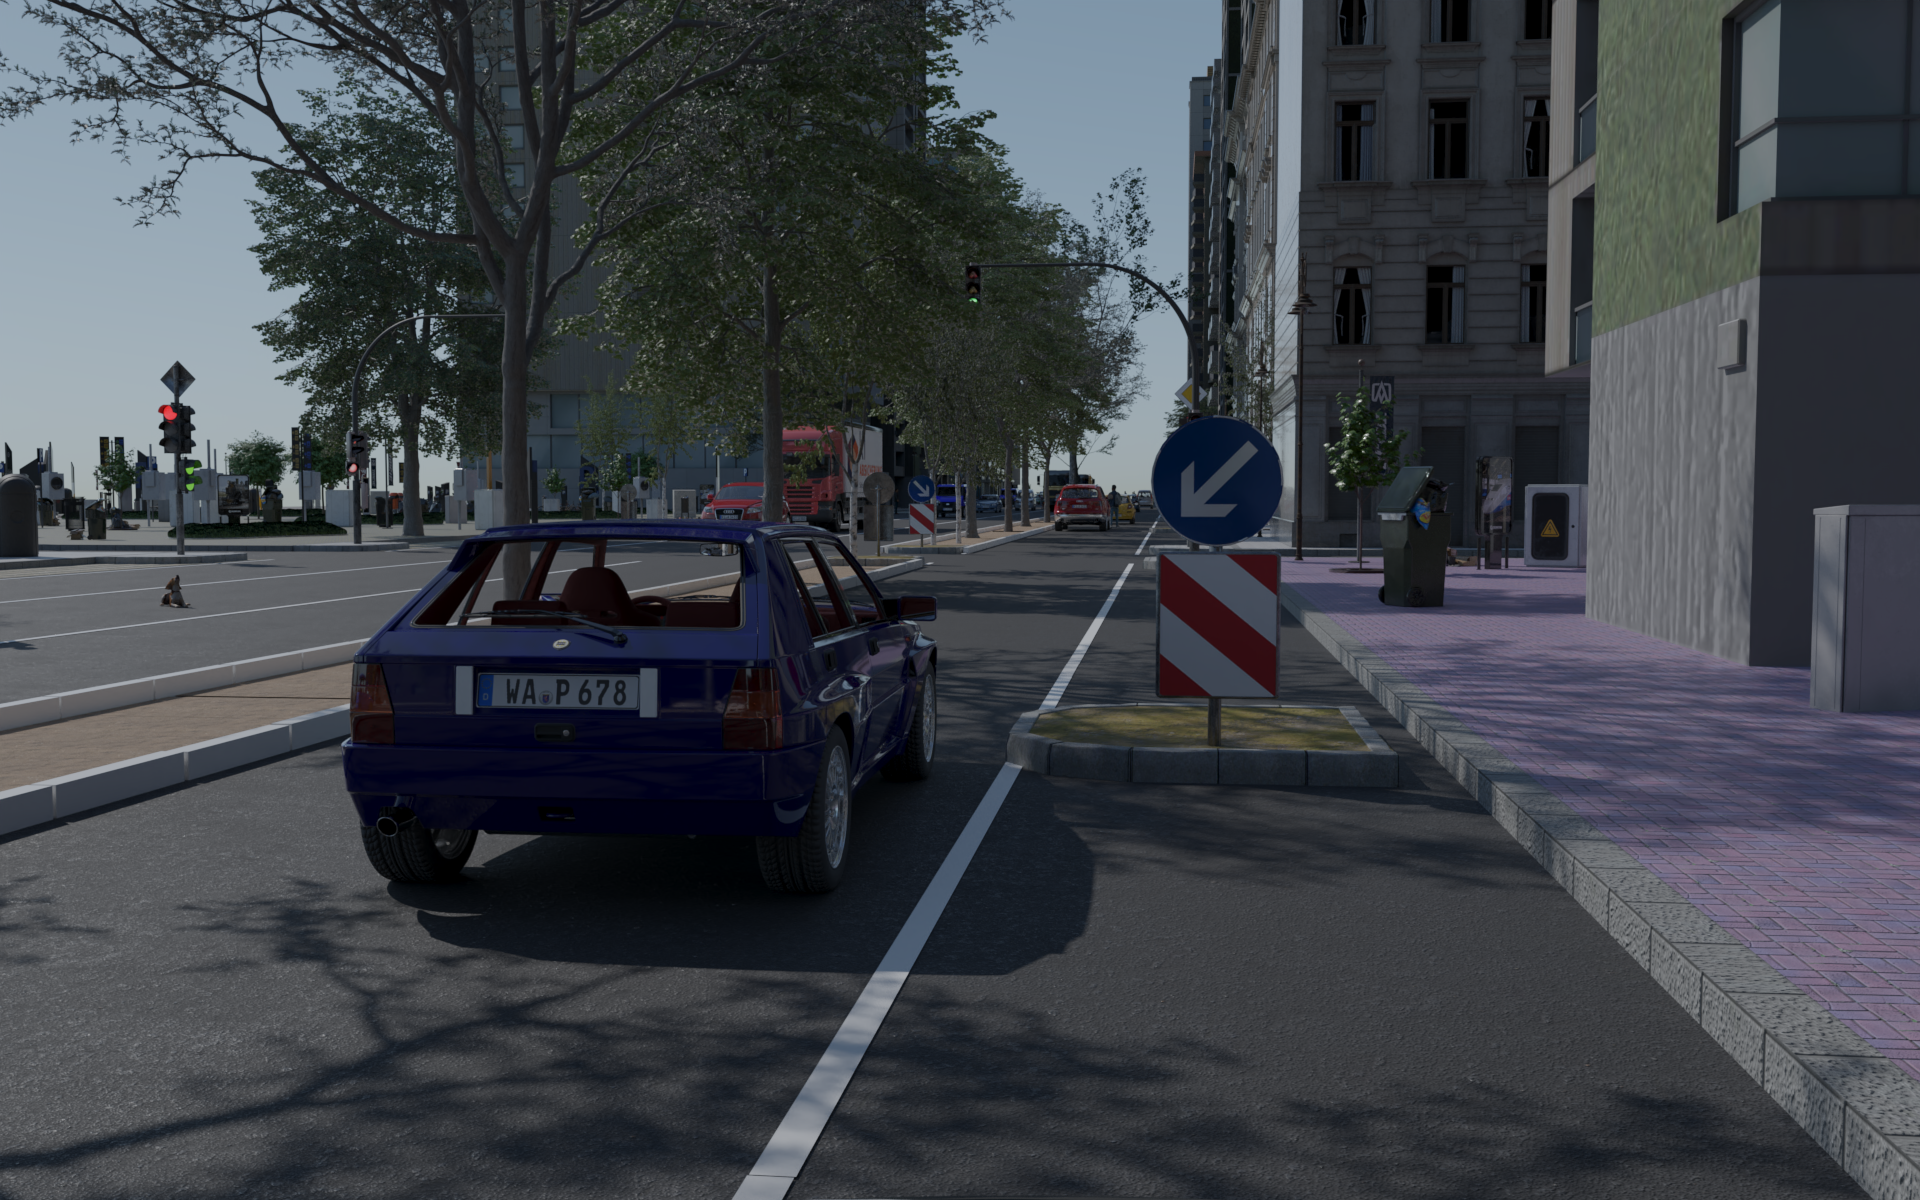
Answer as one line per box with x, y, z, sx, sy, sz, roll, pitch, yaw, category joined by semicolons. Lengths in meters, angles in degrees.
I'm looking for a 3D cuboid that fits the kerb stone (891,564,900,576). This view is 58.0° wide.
-1.234;-0.512;30.559;0.120;0.150;1.000;0;4;7;kerb stone

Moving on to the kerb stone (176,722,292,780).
-3.857;0.802;9.165;0.120;0.150;1.000;0;4;7;kerb stone

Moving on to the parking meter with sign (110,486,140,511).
-48.380;-6.368;100.382;0.543;3.016;1.738;3;5;41;parking meter with sign

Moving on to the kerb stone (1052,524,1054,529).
3.580;-2.908;69.734;0.120;0.150;1.000;0;4;7;kerb stone

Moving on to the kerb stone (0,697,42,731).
-5.815;0.718;10.465;0.120;0.150;1.000;0;4;7;kerb stone

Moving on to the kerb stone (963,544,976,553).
0.204;-1.221;42.255;0.120;0.150;1.000;0;4;7;kerb stone

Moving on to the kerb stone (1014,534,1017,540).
1.575;-1.908;53.443;0.120;0.150;1.000;0;4;7;kerb stone

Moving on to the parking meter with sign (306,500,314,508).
-40.012;-6.741;106.475;0.543;3.016;1.738;-1;4;-11;parking meter with sign

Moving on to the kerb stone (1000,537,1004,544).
1.073;-1.662;49.376;0.120;0.150;1.000;0;4;7;kerb stone

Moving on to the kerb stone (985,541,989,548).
0.576;-1.409;45.313;0.120;0.150;1.000;0;4;7;kerb stone

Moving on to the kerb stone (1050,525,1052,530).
3.448;-2.845;68.719;0.120;0.150;1.000;0;4;7;kerb stone

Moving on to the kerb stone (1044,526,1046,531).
3.075;-2.659;65.667;0.120;0.150;1.000;0;4;7;kerb stone

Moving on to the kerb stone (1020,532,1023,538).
1.826;-2.034;55.482;0.120;0.150;1.000;0;4;7;kerb stone

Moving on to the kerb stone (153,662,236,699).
-5.574;0.593;12.502;0.120;0.150;1.000;0;4;7;kerb stone

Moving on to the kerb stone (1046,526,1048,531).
3.206;-2.721;66.682;0.120;0.150;1.000;0;4;7;kerb stone

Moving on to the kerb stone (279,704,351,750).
-3.734;0.736;10.184;0.120;0.150;1.000;0;4;7;kerb stone

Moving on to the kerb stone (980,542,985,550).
0.457;-1.351;44.292;0.120;0.150;1.000;0;4;7;kerb stone

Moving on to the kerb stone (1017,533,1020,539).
1.705;-1.971;54.461;0.120;0.150;1.000;0;4;7;kerb stone

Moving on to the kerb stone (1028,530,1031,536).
2.205;-2.220;58.542;0.120;0.150;1.000;0;4;7;kerb stone

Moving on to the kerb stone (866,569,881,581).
-1.482;-0.387;28.524;0.120;0.150;1.000;0;4;7;kerb stone

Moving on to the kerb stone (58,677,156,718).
-5.697;0.655;11.487;0.120;0.150;1.000;0;4;7;kerb stone

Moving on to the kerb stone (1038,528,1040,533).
2.700;-2.472;62.612;0.120;0.150;1.000;0;4;7;kerb stone

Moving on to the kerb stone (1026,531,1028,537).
2.074;-2.155;57.526;0.120;0.150;1.000;0;4;7;kerb stone

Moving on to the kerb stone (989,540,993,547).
0.712;-1.475;46.328;0.120;0.150;1.000;0;4;7;kerb stone

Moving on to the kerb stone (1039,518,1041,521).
4.002;-4.172;90.408;0.120;0.150;1.000;0;4;7;kerb stone

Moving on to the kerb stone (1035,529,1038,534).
2.581;-2.410;61.597;0.120;0.150;1.000;0;4;7;kerb stone

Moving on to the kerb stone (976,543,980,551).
0.328;-1.289;43.278;0.120;0.150;1.000;0;4;7;kerb stone

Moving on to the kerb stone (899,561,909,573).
-1.111;-0.574;31.574;0.120;0.150;1.000;0;4;7;kerb stone

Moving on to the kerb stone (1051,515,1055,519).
5.625;-4.980;103.615;0.120;0.150;1.000;0;4;7;kerb stone

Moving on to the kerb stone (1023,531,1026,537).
1.961;-2.096;56.503;0.120;0.150;1.000;0;4;7;kerb stone

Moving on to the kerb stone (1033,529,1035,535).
2.450;-2.348;60.582;0.120;0.150;1.000;0;4;7;kerb stone

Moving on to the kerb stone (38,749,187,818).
-3.990;0.860;8.151;0.120;0.150;1.000;0;4;7;kerb stone

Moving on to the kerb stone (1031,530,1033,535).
2.329;-2.285;59.562;0.120;0.150;1.000;0;4;7;kerb stone

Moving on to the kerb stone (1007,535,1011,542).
1.321;-1.787;51.405;0.120;0.150;1.000;0;4;7;kerb stone

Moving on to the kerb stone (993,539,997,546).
0.823;-1.538;47.344;0.120;0.150;1.000;0;4;7;kerb stone

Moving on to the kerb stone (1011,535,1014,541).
1.453;-1.849;52.428;0.120;0.150;1.000;0;4;7;kerb stone

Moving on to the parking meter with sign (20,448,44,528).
-35.580;-4.226;65.355;1.738;3.016;0.543;-1;4;-14;parking meter with sign

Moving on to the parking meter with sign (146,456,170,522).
-36.298;-5.073;79.200;1.738;3.016;0.543;1;4;20;parking meter with sign

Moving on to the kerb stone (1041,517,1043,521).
4.134;-4.233;91.421;0.120;0.150;1.000;0;4;7;kerb stone

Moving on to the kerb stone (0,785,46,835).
-4.112;0.921;7.133;0.120;0.150;1.000;0;4;7;kerb stone

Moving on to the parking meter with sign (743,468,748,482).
-15.100;-7.332;116.146;1.738;3.016;0.543;-2;4;-34;parking meter with sign

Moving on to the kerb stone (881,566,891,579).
-1.357;-0.443;29.539;0.120;0.150;1.000;0;4;7;kerb stone

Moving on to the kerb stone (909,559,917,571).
-0.985;-0.636;32.599;0.120;0.150;1.000;0;4;7;kerb stone

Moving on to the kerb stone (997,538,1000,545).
0.950;-1.600;48.358;0.120;0.150;1.000;0;4;7;kerb stone

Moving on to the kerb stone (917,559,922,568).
-0.859;-0.699;33.619;0.120;0.150;1.000;0;4;7;kerb stone

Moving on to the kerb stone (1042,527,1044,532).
2.952;-2.590;64.650;0.120;0.150;1.000;0;4;7;kerb stone

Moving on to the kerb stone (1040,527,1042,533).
2.828;-2.534;63.626;0.120;0.150;1.000;0;4;7;kerb stone

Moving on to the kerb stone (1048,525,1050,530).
3.330;-2.776;67.697;0.120;0.150;1.000;0;4;7;kerb stone

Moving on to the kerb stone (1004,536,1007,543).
1.198;-1.724;50.390;0.120;0.150;1.000;0;4;7;kerb stone
